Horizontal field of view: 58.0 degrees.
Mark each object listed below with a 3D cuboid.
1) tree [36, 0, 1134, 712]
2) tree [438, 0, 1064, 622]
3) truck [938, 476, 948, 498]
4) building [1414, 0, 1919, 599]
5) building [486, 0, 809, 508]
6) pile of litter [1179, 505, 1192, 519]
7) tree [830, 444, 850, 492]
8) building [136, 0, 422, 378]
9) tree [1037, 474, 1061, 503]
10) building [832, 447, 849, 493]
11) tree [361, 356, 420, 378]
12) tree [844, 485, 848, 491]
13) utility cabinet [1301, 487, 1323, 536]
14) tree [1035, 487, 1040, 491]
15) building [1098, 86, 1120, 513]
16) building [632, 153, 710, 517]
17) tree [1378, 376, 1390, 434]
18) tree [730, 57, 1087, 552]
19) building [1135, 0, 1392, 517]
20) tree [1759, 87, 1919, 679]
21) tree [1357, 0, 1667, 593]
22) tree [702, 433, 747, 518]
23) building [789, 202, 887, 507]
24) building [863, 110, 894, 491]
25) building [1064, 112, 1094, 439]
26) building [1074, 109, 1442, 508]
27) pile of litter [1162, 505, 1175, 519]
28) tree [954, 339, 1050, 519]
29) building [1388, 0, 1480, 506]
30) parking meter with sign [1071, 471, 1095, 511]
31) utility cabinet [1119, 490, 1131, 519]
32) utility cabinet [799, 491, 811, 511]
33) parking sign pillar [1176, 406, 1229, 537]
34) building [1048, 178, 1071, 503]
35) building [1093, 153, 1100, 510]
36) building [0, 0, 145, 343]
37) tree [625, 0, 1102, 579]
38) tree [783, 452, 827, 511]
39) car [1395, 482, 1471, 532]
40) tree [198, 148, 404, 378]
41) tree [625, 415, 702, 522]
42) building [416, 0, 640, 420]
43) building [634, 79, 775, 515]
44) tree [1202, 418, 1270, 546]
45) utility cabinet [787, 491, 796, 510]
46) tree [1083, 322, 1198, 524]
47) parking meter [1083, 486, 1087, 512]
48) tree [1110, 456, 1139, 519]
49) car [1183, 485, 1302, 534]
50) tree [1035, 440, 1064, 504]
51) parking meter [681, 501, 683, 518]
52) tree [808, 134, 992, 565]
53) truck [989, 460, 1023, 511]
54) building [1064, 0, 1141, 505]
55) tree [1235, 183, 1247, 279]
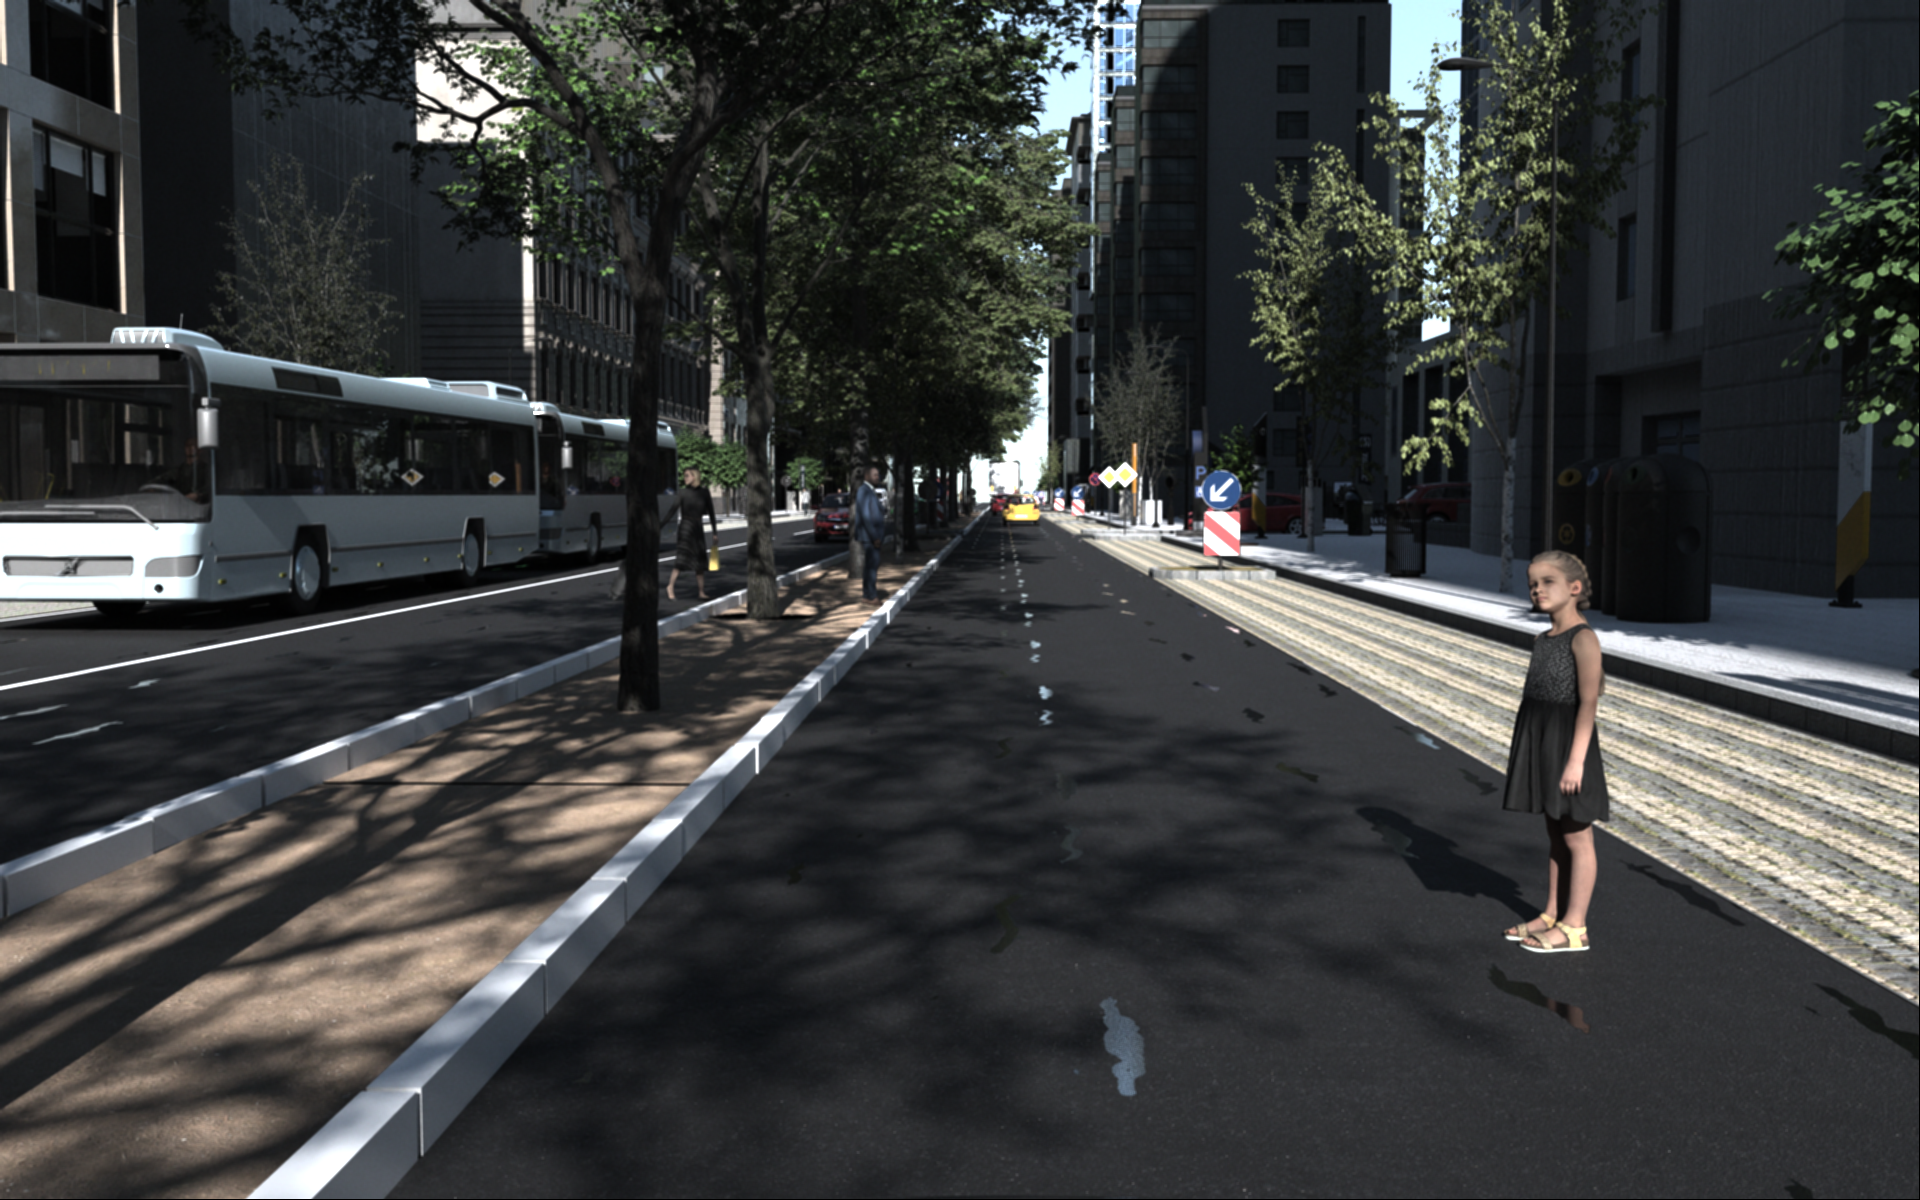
[{"bbox_3d":[-2.156,-4.521,10.789,8.767,10.594,7.601,0,4,1],"label":"tree"},{"bbox_3d":[-2.364,-5.590,19.613,9.928,11.665,9.643,0,3,0],"label":"tree"},{"bbox_3d":[-2.773,-17.616,276.939,2.839,4.237,11.283,0,3,0],"label":"truck"},{"bbox_3d":[21.475,-30.044,33.218,21.231,58.520,28.212,0,4,1],"label":"building"},{"bbox_3d":[-27.805,-34.385,151.439,28.713,52.752,27.495,0,4,1],"label":"building"},{"bbox_3d":[12.073,-4.680,90.483,1.176,0.858,1.719,0,4,-7],"label":"pile of litter"},{"bbox_3d":[-10.527,-13.301,167.840,4.360,8.622,3.978,0,3,0],"label":"tree"},{"bbox_3d":[-31.163,-13.899,46.318,30.058,24.678,14.314,0,4,1],"label":"building"},{"bbox_3d":[12.231,-15.540,237.784,4.285,4.588,4.351,0,3,0],"label":"tree"},{"bbox_3d":[-18.947,-26.327,202.144,14.160,30.474,14.107,0,4,1],"label":"building"},{"bbox_3d":[-13.819,-3.531,41.444,4.285,4.588,4.351,0,3,0],"label":"tree"},{"bbox_3d":[-11.251,-11.911,189.339,1.663,3.219,1.824,0,3,0],"label":"tree"},{"bbox_3d":[10.853,-2.730,53.312,0.318,1.500,1.173,0,4,-7],"label":"utility cabinet"},{"bbox_3d":[13.304,-18.034,289.460,1.663,3.219,1.824,0,3,0],"label":"tree"},{"bbox_3d":[17.809,-21.665,125.921,14.160,30.474,14.107,0,4,1],"label":"building"},{"bbox_3d":[-20.469,-15.702,92.883,11.583,22.565,21.152,0,4,1],"label":"building"},{"bbox_3d":[24.554,-8.739,93.239,4.360,8.622,3.978,0,3,0],"label":"tree"},{"bbox_3d":[-1.322,-8.137,42.145,9.857,13.997,8.962,0,3,0],"label":"tree"},{"bbox_3d":[17.303,-20.316,103.861,14.160,30.474,14.107,0,4,1],"label":"building"},{"bbox_3d":[7.343,-1.721,11.846,4.285,4.588,4.351,0,3,0],"label":"tree"},{"bbox_3d":[6.985,-4.414,22.532,4.737,8.622,4.395,0,3,0],"label":"tree"},{"bbox_3d":[-12.751,-5.960,81.164,4.285,4.588,4.351,0,3,0],"label":"tree"},{"bbox_3d":[-21.669,-35.650,237.495,22.147,44.769,28.867,0,4,1],"label":"building"},{"bbox_3d":[-21.091,-58.313,266.093,22.319,86.520,31.000,0,4,1],"label":"building"},{"bbox_3d":[28.999,-39.540,235.715,28.713,52.752,27.495,0,4,1],"label":"building"},{"bbox_3d":[27.495,-29.104,167.729,32.217,40.220,23.993,0,4,1],"label":"building"},{"bbox_3d":[10.474,-4.598,89.142,1.176,0.858,1.719,1,4,9],"label":"pile of litter"},{"bbox_3d":[0.461,-12.045,109.770,12.009,13.543,11.850,0,3,0],"label":"tree"},{"bbox_3d":[35.024,-46.502,72.979,31.000,86.520,22.319,0,4,1],"label":"building"},{"bbox_3d":[9.320,-8.263,131.364,1.738,3.016,0.543,0,4,1],"label":"parking meter with sign"},{"bbox_3d":[8.372,-4.804,87.232,0.318,1.500,1.173,2,4,28],"label":"utility cabinet"},{"bbox_3d":[-11.320,-7.191,126.257,0.318,1.500,1.173,2,4,25],"label":"utility cabinet"},{"bbox_3d":[7.299,-3.925,52.654,1.447,3.967,1.447,0,4,6],"label":"parking sign pillar"},{"bbox_3d":[24.202,-38.946,260.468,21.300,48.544,21.600,0,4,1],"label":"building"},{"bbox_3d":[18.418,-23.090,149.224,14.160,30.474,14.107,0,4,1],"label":"building"},{"bbox_3d":[-25.669,-12.936,16.015,19.350,26.468,34.151,0,4,1],"label":"building"},{"bbox_3d":[-1.583,-6.592,28.358,7.486,12.596,7.792,0,3,0],"label":"tree"},{"bbox_3d":[-11.796,-9.078,132.141,4.285,4.588,4.351,0,3,0],"label":"tree"},{"bbox_3d":[17.014,-2.966,57.174,5.304,1.827,2.281,0,4,1],"label":"car"},{"bbox_3d":[-13.782,-5.297,36.971,4.360,8.622,3.978,0,3,0],"label":"tree"},{"bbox_3d":[-13.314,-5.288,70.174,4.285,4.588,4.351,0,3,0],"label":"tree"},{"bbox_3d":[-20.204,-13.700,73.145,9.793,20.994,18.267,0,4,1],"label":"building"},{"bbox_3d":[-19.632,-19.483,115.809,12.463,27.353,25.104,0,4,1],"label":"building"},{"bbox_3d":[7.071,-2.980,43.321,1.663,3.219,1.824,0,3,0],"label":"tree"},{"bbox_3d":[-13.144,-7.751,135.401,0.318,1.500,1.173,-2,4,-28],"label":"utility cabinet"},{"bbox_3d":[7.620,-7.581,74.317,4.360,8.622,3.978,0,3,0],"label":"tree"},{"bbox_3d":[9.106,-7.317,125.343,0.399,1.863,0.255,-2,4,-25],"label":"parking meter"},{"bbox_3d":[8.319,-5.762,88.817,1.663,3.219,1.824,0,3,0],"label":"tree"},{"bbox_3d":[9.674,-2.977,57.711,4.494,1.783,2.155,0,4,2],"label":"car"},{"bbox_3d":[12.138,-17.176,231.183,4.737,8.622,4.395,0,3,0],"label":"tree"},{"bbox_3d":[-13.320,-4.611,83.806,0.372,1.533,0.369,0,3,0],"label":"parking meter"},{"bbox_3d":[-1.246,-5.013,34.787,4.737,8.622,4.395,0,3,0],"label":"tree"},{"bbox_3d":[3.897,-9.795,149.054,2.839,4.237,11.283,0,4,3],"label":"truck"},{"bbox_3d":[23.473,-53.896,193.865,22.319,86.520,31.000,0,4,1],"label":"building"},{"bbox_3d":[7.940,-5.373,38.211,4.737,8.622,4.395,0,3,0],"label":"tree"}]
